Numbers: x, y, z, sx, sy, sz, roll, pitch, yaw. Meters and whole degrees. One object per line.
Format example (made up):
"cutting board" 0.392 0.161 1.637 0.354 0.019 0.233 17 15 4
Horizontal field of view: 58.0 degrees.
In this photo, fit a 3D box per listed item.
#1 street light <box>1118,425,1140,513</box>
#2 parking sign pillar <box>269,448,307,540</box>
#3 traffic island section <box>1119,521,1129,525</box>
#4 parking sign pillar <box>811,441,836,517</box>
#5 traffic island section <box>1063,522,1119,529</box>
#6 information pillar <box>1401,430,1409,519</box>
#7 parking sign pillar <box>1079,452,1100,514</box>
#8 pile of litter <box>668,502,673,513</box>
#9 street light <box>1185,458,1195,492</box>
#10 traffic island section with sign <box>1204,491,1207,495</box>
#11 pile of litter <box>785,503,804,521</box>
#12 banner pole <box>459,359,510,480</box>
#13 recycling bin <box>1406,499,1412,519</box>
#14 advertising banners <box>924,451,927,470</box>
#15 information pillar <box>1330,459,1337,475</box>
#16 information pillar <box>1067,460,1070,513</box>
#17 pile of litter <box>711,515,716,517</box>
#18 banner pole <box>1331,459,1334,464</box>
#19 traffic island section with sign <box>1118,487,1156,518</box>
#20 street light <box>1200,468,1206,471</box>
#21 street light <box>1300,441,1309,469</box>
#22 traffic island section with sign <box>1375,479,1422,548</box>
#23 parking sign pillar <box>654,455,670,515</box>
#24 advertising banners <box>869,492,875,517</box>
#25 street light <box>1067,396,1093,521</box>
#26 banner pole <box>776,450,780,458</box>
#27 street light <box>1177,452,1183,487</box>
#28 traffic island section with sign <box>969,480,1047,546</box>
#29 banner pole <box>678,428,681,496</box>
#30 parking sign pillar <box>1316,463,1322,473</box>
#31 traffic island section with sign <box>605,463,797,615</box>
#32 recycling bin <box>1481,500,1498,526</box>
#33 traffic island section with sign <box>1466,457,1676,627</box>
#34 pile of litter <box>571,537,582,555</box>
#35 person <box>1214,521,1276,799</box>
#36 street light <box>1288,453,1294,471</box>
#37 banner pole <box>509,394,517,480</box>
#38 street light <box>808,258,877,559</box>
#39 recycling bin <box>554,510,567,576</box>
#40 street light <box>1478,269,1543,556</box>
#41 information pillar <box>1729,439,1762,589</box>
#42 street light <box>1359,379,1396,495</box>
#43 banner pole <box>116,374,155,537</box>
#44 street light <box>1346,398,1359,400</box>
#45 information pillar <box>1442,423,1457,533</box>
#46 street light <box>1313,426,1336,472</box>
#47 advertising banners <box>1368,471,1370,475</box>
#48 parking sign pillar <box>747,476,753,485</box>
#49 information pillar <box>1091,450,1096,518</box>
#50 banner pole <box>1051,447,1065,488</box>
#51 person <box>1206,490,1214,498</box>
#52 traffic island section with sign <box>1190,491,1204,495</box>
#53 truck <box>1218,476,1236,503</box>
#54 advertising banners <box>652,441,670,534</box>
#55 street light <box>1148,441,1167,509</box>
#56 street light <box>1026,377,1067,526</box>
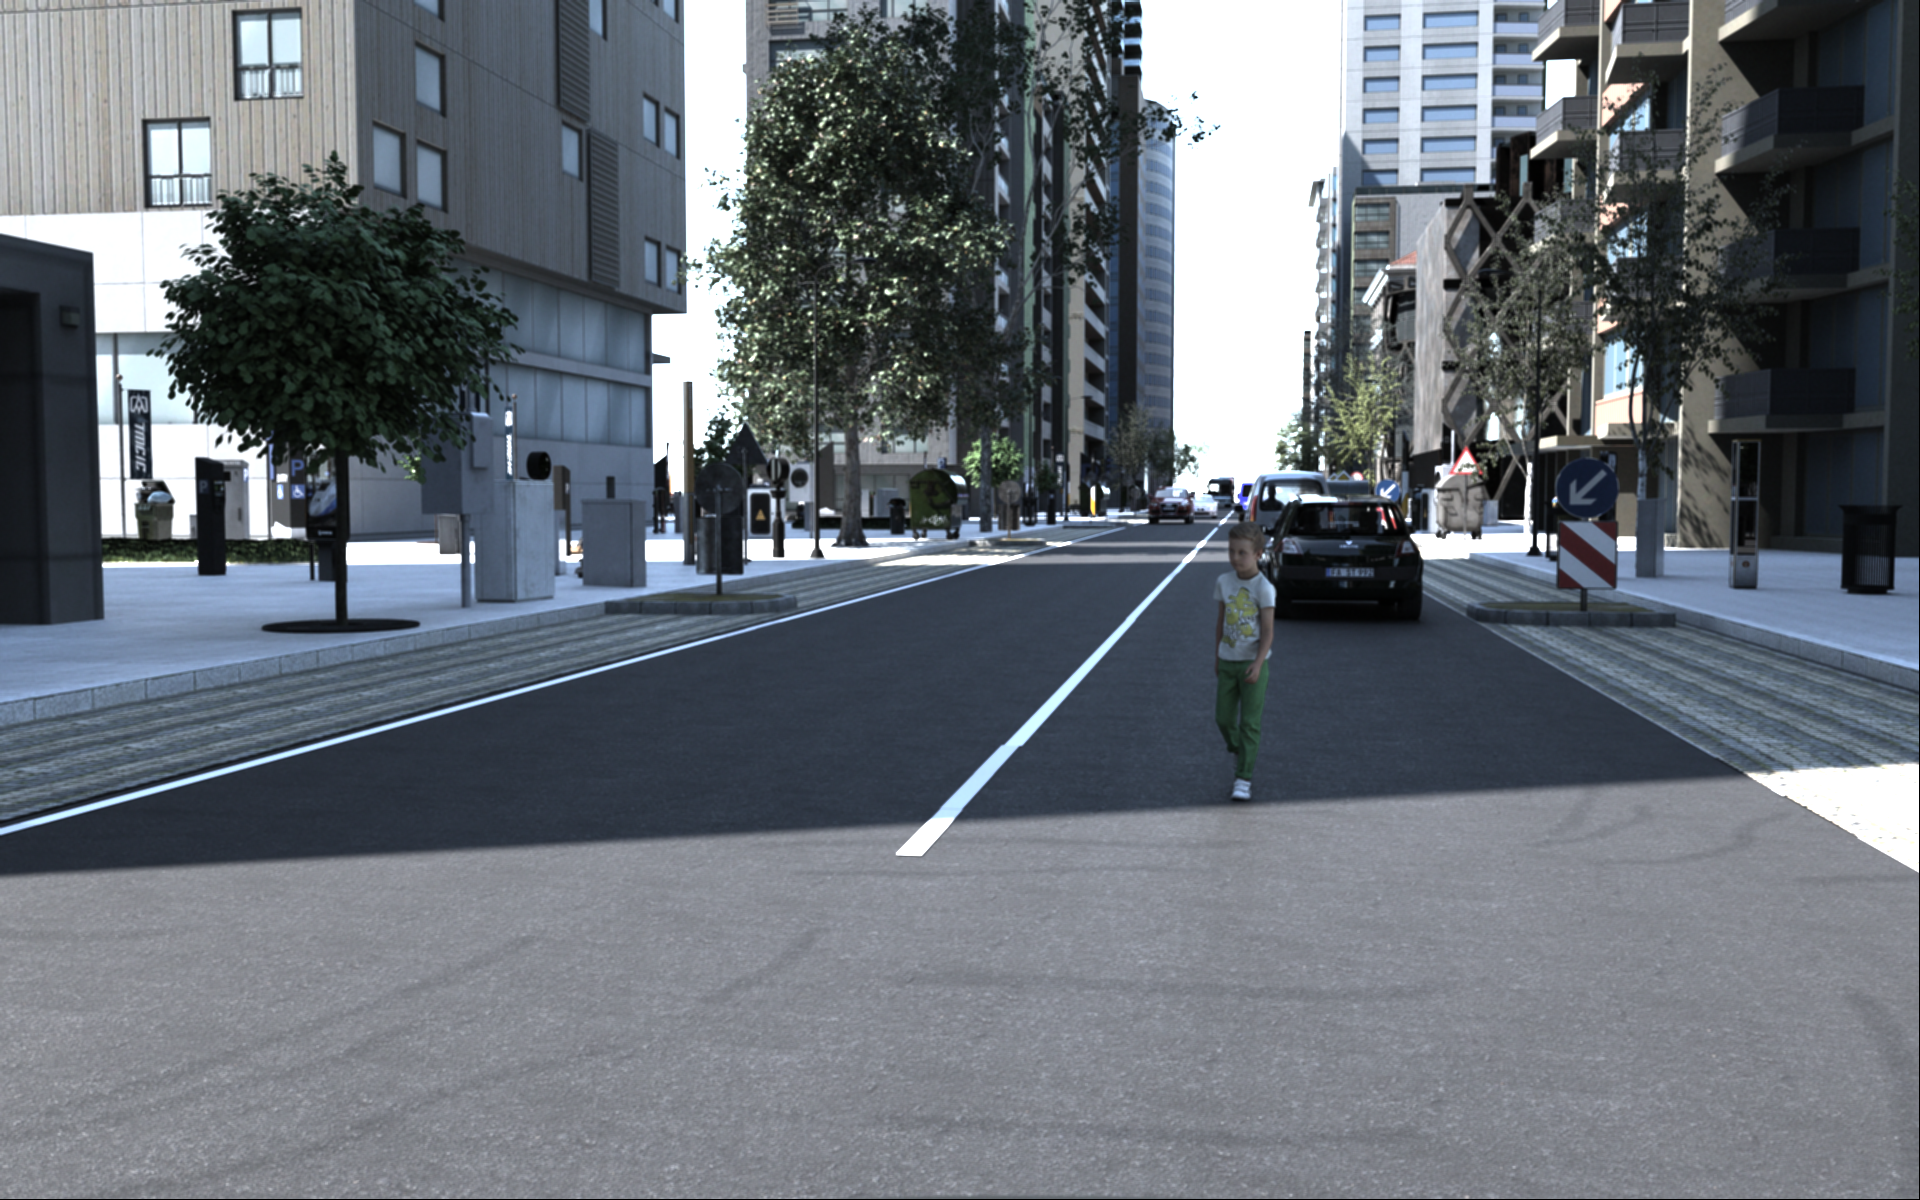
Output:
"street light" 11.374 -8.815 116.664 1.470 5.913 1.316 1 4 9
"parking sign pillar" -16.548 -3.313 42.632 1.447 3.967 1.447 -3 5 -41
"traffic island section" 6.769 -3.560 80.490 2.009 0.180 2.903 1 4 9
"parking sign pillar" -7.039 -6.092 88.070 1.447 3.967 1.447 0 4 8
"traffic island section" 5.455 -3.078 72.613 2.009 0.180 2.903 1 4 9
"information pillar" 16.260 -4.399 63.275 0.183 3.616 0.504 0 4 -6
"parking sign pillar" 8.306 -7.454 110.338 1.447 3.967 1.447 1 4 9
"pile of litter" -19.100 -6.144 114.415 1.176 0.858 1.719 -3 4 -38
"street light" 31.552 -16.238 238.027 1.470 5.913 1.316 1 4 9
"traffic island section with sign" 41.175 -17.003 286.625 1.989 1.847 2.006 1 4 9
"pile of litter" -7.904 -4.233 83.175 1.176 0.858 1.719 1 4 18
"banner pole" -8.176 -2.408 29.384 0.401 3.779 0.863 2 4 31
"recycling bin" 23.754 -4.773 90.591 0.722 1.027 0.722 2 4 28
"advertising banners" -1.536 -4.517 70.049 0.090 3.025 2.074 1 4 11
"information pillar" 25.185 -7.680 116.923 0.504 3.616 0.183 3 5 44
"information pillar" 7.290 -7.693 117.131 0.183 3.616 0.504 -1 4 -16
"pile of litter" -12.188 -4.638 89.796 1.719 0.858 1.176 2 4 24
"banner pole" 26.470 -8.153 123.312 0.401 3.779 0.863 0 4 -1
"traffic island section with sign" 10.370 -5.712 102.025 1.989 1.847 2.006 1 4 9
"street light" 37.514 -18.364 272.786 1.470 5.913 1.316 1 4 9
"street light" 31.835 -11.381 158.616 1.470 5.913 1.316 1 4 9
"traffic island section with sign" 11.330 -2.322 46.587 1.989 1.847 2.006 1 4 9
"parking sign pillar" -20.205 -7.836 116.594 1.447 3.967 1.447 1 4 18
"advertising banners" -4.912 -5.707 89.493 0.090 3.025 2.074 2 4 27
"street light" 5.582 -6.691 81.943 1.470 5.913 1.316 1 4 9
"banner pole" -7.347 -4.889 69.946 0.401 3.779 0.863 -1 4 -15
"street light" 23.641 -13.328 190.458 1.470 5.913 1.316 1 4 9
"traffic island section with sign" 1.372 -2.421 48.209 1.989 1.847 2.006 1 4 9
"banner pole" -10.744 -4.670 66.377 0.401 3.779 0.863 -1 4 -12
"parking sign pillar" 30.829 -9.812 148.903 1.447 3.967 1.447 1 4 11
"traffic island section with sign" -3.093 -0.779 21.364 1.989 1.847 2.006 1 4 9
"recycling bin" 21.031 -3.472 69.316 0.722 1.027 0.722 -2 4 -31
"traffic island section with sign" 6.820 -0.669 19.571 1.989 1.847 2.006 1 4 9
"pile of litter" -7.902 -1.400 36.850 1.176 0.858 1.719 -3 4 -38
"person" 1.367 0.271 8.325 0.306 1.304 0.590 1 4 16
"street light" 37.747 -13.523 193.634 1.470 5.913 1.316 1 4 9
"banner pole" -11.303 -3.284 43.707 0.401 3.779 0.863 -3 4 -37
"street light" -2.316 -3.774 34.249 1.470 5.913 1.316 1 4 9
"recycling bin" -6.677 -0.915 27.518 0.722 1.027 0.722 0 4 -3
"street light" 11.379 -3.870 35.821 1.470 5.913 1.316 1 4 9
"information pillar" 10.638 -1.161 23.475 0.304 2.012 0.304 1 4 12
"street light" 17.051 -5.977 70.259 1.470 5.913 1.316 1 4 9
"banner pole" -17.422 -2.843 36.498 0.401 3.779 0.863 3 5 42
"street light" 19.288 -6.791 83.573 1.470 5.913 1.316 1 4 9
"information pillar" 15.997 -3.997 56.701 0.504 3.616 0.183 0 4 6
"street light" 25.016 -8.897 118.002 1.470 5.913 1.316 1 4 9
"advertising banners" 30.385 -8.150 129.434 0.090 3.025 2.074 2 4 26
"parking sign pillar" -14.138 -8.072 120.441 1.447 3.967 1.447 -1 4 -22
"information pillar" 7.014 -6.110 91.261 0.183 3.616 0.504 -1 4 -17
"banner pole" 5.123 -6.211 91.559 0.863 3.779 0.401 0 4 -1
"person" 26.082 -10.592 181.642 0.705 1.831 1.348 -3 5 -45
"traffic island section with sign" 27.682 -12.058 205.780 1.989 1.847 2.006 1 4 9
"truck" 42.085 -17.401 273.411 2.839 4.237 11.283 1 4 11
"advertising banners" -9.770 -3.709 56.824 0.090 3.025 2.074 0 4 6
"street light" 17.905 -11.221 156.006 1.470 5.913 1.316 1 4 9
"street light" 3.327 -5.886 68.776 1.470 5.913 1.316 1 4 9
